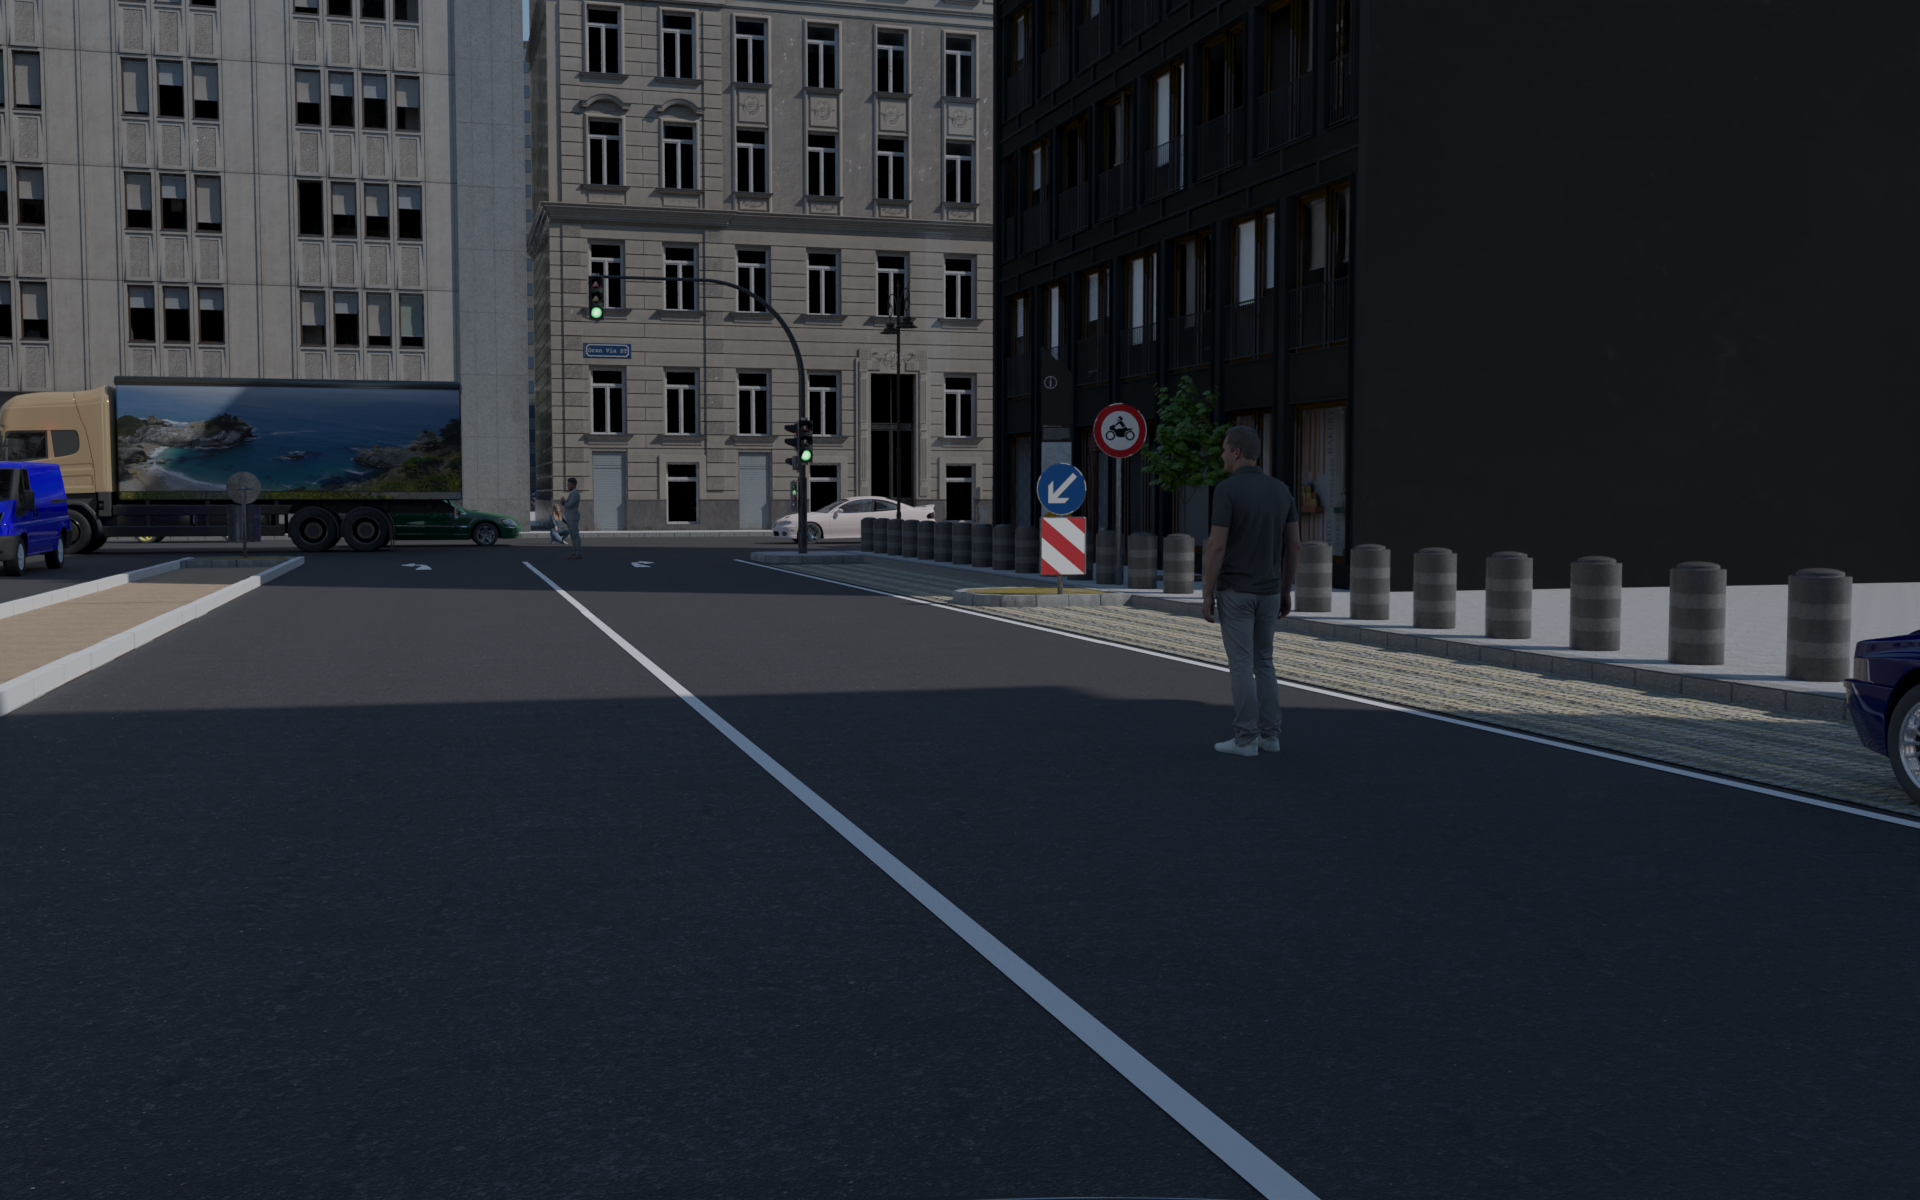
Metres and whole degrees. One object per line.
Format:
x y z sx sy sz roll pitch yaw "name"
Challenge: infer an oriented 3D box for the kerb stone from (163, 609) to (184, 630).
-8.428 0.229 18.450 0.120 0.150 1.000 -1 4 -17 "kerb stone"

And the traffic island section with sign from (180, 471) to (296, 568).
-14.285 -1.605 34.386 2.006 1.907 1.989 -1 4 -17 "traffic island section with sign"

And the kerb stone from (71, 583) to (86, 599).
-12.198 -0.096 23.772 0.120 0.150 1.000 -1 4 -17 "kerb stone"

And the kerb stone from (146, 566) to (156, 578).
-13.965 -0.456 29.676 0.120 0.150 1.000 -1 4 -17 "kerb stone"

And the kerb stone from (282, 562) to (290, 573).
-12.246 -0.554 31.261 0.120 0.150 1.000 -1 4 -17 "kerb stone"

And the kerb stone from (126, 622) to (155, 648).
-7.834 0.349 16.487 0.120 0.150 1.000 -1 4 -17 "kerb stone"

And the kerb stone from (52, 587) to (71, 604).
-11.908 -0.036 22.790 0.120 0.150 1.000 -1 4 -17 "kerb stone"

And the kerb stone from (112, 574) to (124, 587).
-13.088 -0.277 26.725 0.120 0.150 1.000 -1 4 -17 "kerb stone"

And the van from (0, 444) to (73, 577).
-17.750 -1.662 31.553 2.240 2.365 5.245 -1 4 -17 "van"

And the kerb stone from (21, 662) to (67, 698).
-6.660 0.590 12.543 0.120 0.150 1.000 -1 4 -17 "kerb stone"

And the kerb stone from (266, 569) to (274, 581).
-11.362 -0.374 28.310 0.120 0.150 1.000 -1 4 -17 "kerb stone"

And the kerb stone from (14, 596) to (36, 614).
-11.322 0.084 20.817 0.120 0.150 1.000 -1 4 -17 "kerb stone"

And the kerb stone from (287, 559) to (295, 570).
-12.541 -0.614 32.243 0.120 0.150 1.000 -1 4 -17 "kerb stone"

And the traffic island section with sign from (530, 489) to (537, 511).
-36.922 -8.630 149.723 1.989 1.847 2.006 -1 4 -17 "traffic island section with sign"

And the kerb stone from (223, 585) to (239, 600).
-9.901 -0.073 23.388 0.120 0.150 1.000 -1 4 -17 "kerb stone"

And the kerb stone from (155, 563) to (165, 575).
-14.260 -0.515 30.666 0.120 0.150 1.000 -1 4 -17 "kerb stone"

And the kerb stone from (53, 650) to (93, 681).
-6.959 0.530 13.531 0.120 0.150 1.000 -1 4 -17 "kerb stone"

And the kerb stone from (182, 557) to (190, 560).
-15.138 -0.697 33.616 0.120 0.150 1.000 -1 4 -17 "kerb stone"

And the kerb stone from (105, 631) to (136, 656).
-7.546 0.412 15.497 0.120 0.150 1.000 -1 4 -17 "kerb stone"

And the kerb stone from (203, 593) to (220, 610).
-9.310 0.048 21.416 0.120 0.150 1.000 -1 4 -17 "kerb stone"

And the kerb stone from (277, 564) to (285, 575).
-11.951 -0.494 30.273 0.120 0.150 1.000 -1 4 -17 "kerb stone"

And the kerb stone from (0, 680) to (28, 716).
-6.366 0.650 11.561 0.120 0.150 1.000 -1 4 -17 "kerb stone"

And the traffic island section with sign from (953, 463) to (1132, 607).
0.977 -0.863 22.735 1.989 1.847 2.006 -1 4 -17 "traffic island section with sign"

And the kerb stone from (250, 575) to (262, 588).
-10.777 -0.249 26.346 0.120 0.150 1.000 -1 4 -17 "kerb stone"

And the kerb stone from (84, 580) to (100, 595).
-12.500 -0.157 24.759 0.120 0.150 1.000 -1 4 -17 "kerb stone"

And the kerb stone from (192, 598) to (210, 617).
-9.005 0.108 20.425 0.120 0.150 1.000 -1 4 -17 "kerb stone"

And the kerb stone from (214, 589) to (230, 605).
-9.601 -0.012 22.402 0.120 0.150 1.000 -1 4 -17 "kerb stone"

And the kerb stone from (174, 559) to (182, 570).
-14.845 -0.638 32.630 0.120 0.150 1.000 -1 4 -17 "kerb stone"

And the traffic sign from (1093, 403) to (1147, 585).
2.234 -1.482 24.341 0.768 2.556 0.104 -1 4 -9 "traffic sign"

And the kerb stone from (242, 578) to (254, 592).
-10.484 -0.193 25.352 0.120 0.150 1.000 -1 4 -17 "kerb stone"

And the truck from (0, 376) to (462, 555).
-18.131 -3.294 42.775 11.283 4.237 2.839 -1 4 -16 "truck"

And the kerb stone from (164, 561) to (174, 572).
-14.555 -0.578 31.647 0.120 0.150 1.000 -1 4 -17 "kerb stone"

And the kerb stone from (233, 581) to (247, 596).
-10.193 -0.133 24.370 0.120 0.150 1.000 -1 4 -17 "kerb stone"

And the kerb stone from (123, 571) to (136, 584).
-13.378 -0.337 27.708 0.120 0.150 1.000 -1 4 -17 "kerb stone"

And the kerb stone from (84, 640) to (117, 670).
-7.246 0.474 14.517 0.120 0.150 1.000 -1 4 -17 "kerb stone"

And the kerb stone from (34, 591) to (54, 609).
-11.616 0.025 21.804 0.120 0.150 1.000 -1 4 -17 "kerb stone"

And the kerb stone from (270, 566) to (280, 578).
-11.654 -0.434 29.292 0.120 0.150 1.000 -1 4 -17 "kerb stone"

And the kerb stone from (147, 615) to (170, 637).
-8.132 0.289 17.468 0.120 0.150 1.000 -1 4 -17 "kerb stone"

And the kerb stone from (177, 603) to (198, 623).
-8.719 0.168 19.441 0.120 0.150 1.000 -1 4 -17 "kerb stone"

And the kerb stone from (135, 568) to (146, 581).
-13.672 -0.397 28.691 0.120 0.150 1.000 -1 4 -17 "kerb stone"

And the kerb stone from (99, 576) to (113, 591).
-12.782 -0.217 25.744 0.120 0.150 1.000 -1 4 -17 "kerb stone"

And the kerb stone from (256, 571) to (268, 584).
-11.077 -0.314 27.326 0.120 0.150 1.000 -1 4 -17 "kerb stone"
